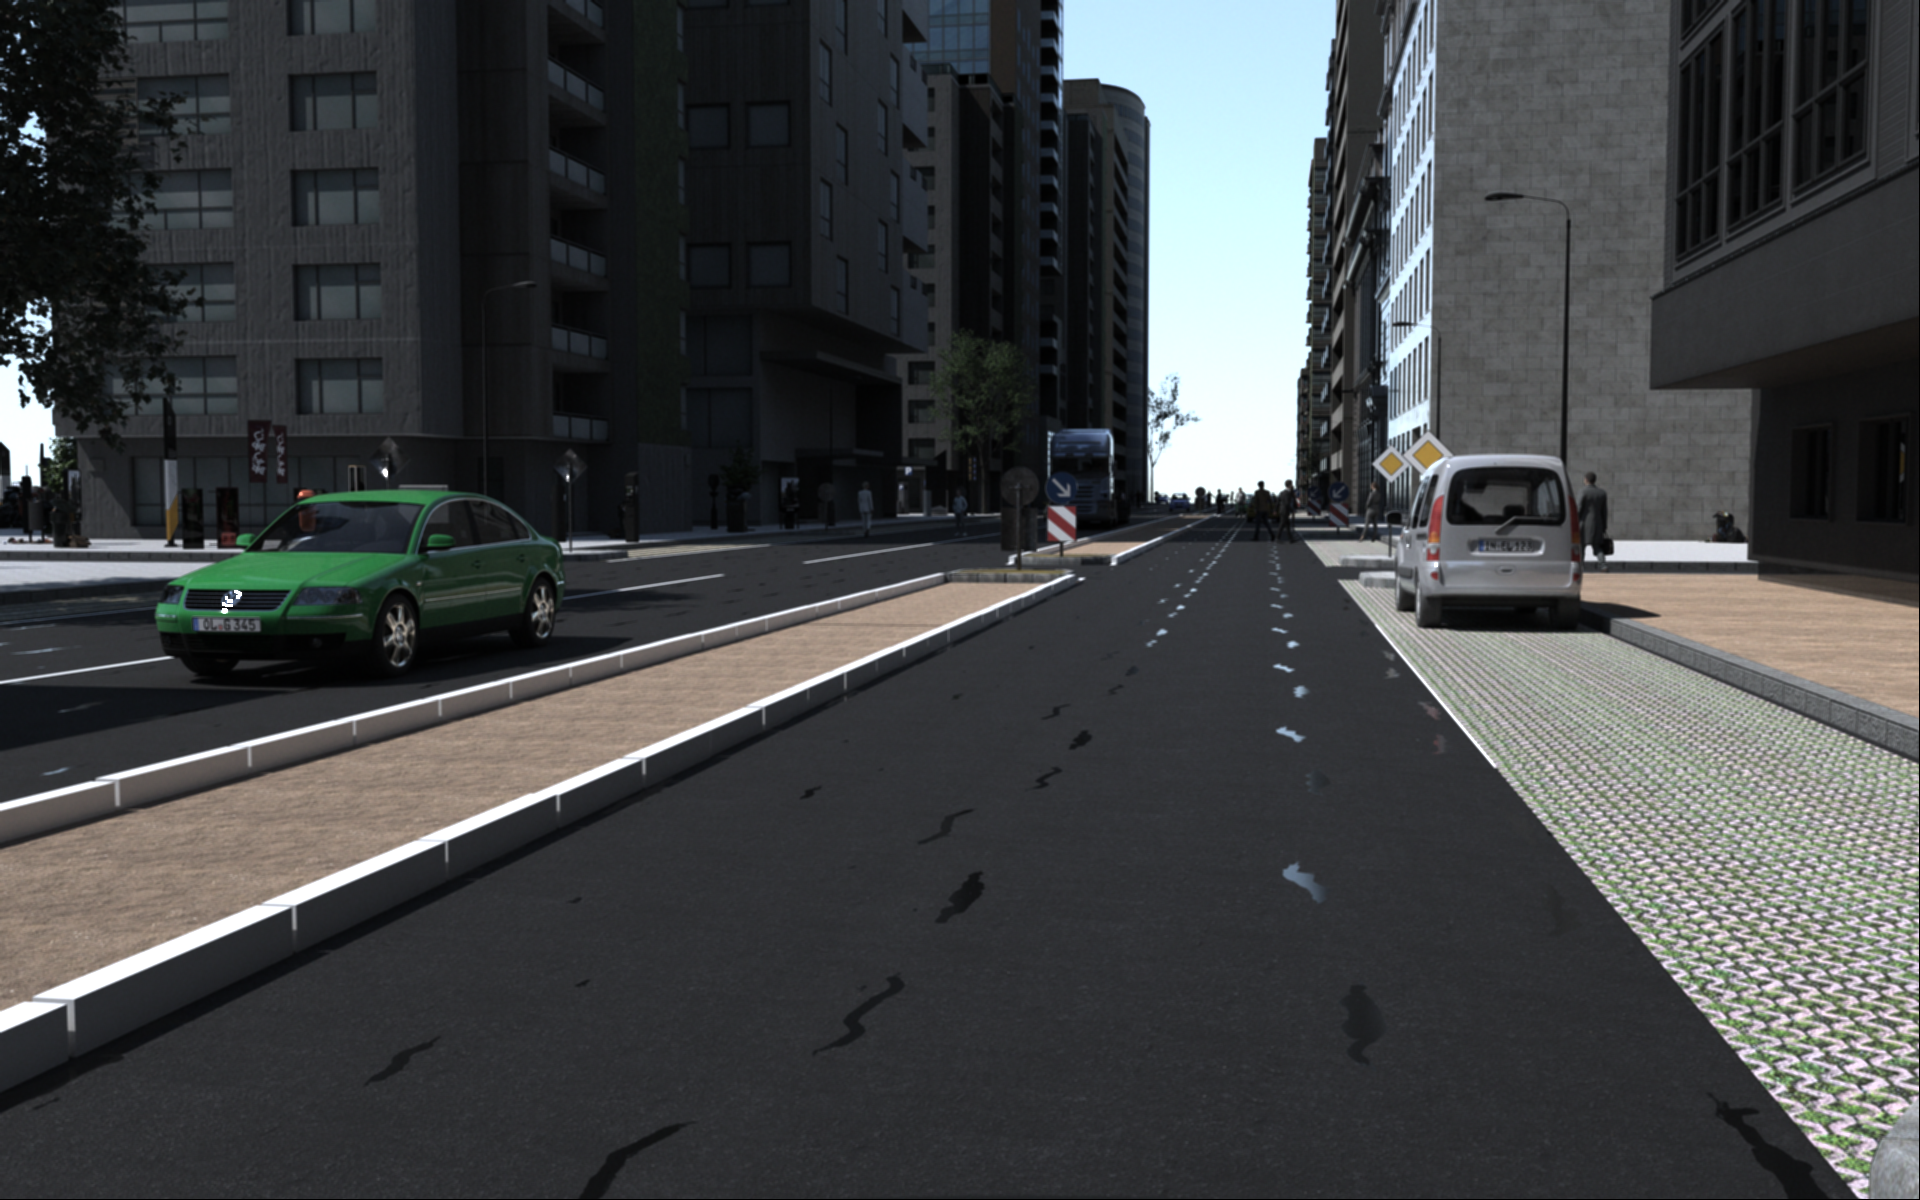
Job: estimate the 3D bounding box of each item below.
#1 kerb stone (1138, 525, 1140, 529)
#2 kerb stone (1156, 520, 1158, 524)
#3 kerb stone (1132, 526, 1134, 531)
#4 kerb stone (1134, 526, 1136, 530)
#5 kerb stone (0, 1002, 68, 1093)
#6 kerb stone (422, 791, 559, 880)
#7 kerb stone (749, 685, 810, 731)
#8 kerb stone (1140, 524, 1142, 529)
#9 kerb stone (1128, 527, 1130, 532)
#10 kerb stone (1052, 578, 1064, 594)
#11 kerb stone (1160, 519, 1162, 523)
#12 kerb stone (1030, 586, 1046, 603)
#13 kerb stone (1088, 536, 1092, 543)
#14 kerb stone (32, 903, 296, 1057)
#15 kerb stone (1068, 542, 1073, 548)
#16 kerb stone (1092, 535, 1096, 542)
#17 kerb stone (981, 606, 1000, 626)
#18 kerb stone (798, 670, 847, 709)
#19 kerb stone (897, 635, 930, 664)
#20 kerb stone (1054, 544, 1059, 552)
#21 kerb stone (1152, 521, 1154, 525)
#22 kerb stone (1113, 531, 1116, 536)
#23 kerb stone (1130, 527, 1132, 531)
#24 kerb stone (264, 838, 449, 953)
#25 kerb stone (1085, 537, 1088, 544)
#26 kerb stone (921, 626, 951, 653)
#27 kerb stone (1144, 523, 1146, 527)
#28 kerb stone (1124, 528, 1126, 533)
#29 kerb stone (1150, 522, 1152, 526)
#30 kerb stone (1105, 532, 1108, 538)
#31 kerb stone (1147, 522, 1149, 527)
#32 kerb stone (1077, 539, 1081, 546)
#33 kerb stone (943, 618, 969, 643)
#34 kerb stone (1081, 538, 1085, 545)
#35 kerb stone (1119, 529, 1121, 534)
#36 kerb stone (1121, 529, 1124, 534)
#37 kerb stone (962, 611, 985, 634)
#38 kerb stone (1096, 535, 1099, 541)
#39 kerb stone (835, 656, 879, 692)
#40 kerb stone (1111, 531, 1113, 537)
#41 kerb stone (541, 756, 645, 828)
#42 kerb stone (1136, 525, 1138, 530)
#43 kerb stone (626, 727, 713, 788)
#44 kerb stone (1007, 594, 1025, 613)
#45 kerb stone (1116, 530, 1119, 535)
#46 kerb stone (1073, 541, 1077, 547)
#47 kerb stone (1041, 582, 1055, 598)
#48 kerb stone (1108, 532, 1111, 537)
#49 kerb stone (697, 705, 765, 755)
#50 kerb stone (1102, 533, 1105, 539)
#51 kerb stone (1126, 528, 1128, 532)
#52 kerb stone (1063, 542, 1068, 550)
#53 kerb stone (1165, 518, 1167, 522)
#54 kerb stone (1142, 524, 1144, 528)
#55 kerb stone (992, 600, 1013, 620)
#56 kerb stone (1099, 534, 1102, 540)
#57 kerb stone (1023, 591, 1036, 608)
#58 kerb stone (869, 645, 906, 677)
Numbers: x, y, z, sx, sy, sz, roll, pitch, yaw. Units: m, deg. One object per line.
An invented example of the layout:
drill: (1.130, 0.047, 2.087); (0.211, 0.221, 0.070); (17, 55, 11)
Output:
kerb stone: (7.033, -2.890, 69.468); (0.120, 0.150, 1.000); (1, 4, 10)
kerb stone: (8.982, -3.570, 80.567); (0.120, 0.150, 1.000); (1, 4, 10)
kerb stone: (6.500, -2.706, 66.446); (0.120, 0.150, 1.000); (1, 4, 10)
kerb stone: (6.673, -2.764, 67.453); (0.120, 0.150, 1.000); (1, 4, 10)
kerb stone: (-2.401, 1.125, 3.896); (0.120, 0.150, 1.000); (1, 4, 10)
kerb stone: (-1.869, 0.934, 6.918); (0.120, 0.150, 1.000); (1, 4, 10)
kerb stone: (-1.151, 0.687, 10.965); (0.120, 0.150, 1.000); (1, 4, 10)
kerb stone: (7.216, -2.953, 70.473); (0.120, 0.150, 1.000); (1, 4, 10)
kerb stone: (6.146, -2.582, 64.422); (0.120, 0.150, 1.000); (1, 4, 10)
kerb stone: (1.349, -0.176, 25.132); (0.120, 0.150, 1.000); (1, 4, 10)
kerb stone: (9.522, -3.752, 83.587); (0.120, 0.150, 1.000); (1, 4, 10)
kerb stone: (0.996, -0.052, 23.118); (0.120, 0.150, 1.000); (1, 4, 10)
kerb stone: (3.658, -1.718, 50.288); (0.120, 0.150, 1.000); (1, 4, 10)
kerb stone: (-2.220, 1.058, 4.902); (0.120, 0.150, 1.000); (1, 4, 10)
kerb stone: (2.767, -1.403, 45.249); (0.120, 0.150, 1.000); (1, 4, 10)
kerb stone: (3.831, -1.775, 51.296); (0.120, 0.150, 1.000); (1, 4, 10)
kerb stone: (0.272, 0.198, 19.057); (0.120, 0.150, 1.000); (1, 4, 10)
kerb stone: (-0.976, 0.625, 11.972); (0.120, 0.150, 1.000); (1, 4, 10)
kerb stone: (-0.433, 0.439, 15.011); (0.120, 0.150, 1.000); (1, 4, 10)
kerb stone: (2.225, -1.224, 42.208); (0.120, 0.150, 1.000); (1, 4, 10)
kerb stone: (8.459, -3.384, 77.545); (0.120, 0.150, 1.000); (1, 4, 10)
kerb stone: (5.074, -2.211, 58.365); (0.120, 0.150, 1.000); (1, 4, 10)
kerb stone: (6.322, -2.644, 65.428); (0.120, 0.150, 1.000); (1, 4, 10)
kerb stone: (-2.044, 0.996, 5.909); (0.120, 0.150, 1.000); (1, 4, 10)
kerb stone: (3.470, -1.655, 49.284); (0.120, 0.150, 1.000); (1, 4, 10)
kerb stone: (-0.258, 0.378, 16.018); (0.120, 0.150, 1.000); (1, 4, 10)
kerb stone: (7.565, -3.076, 72.487); (0.120, 0.150, 1.000); (1, 4, 10)
kerb stone: (5.784, -2.459, 62.407); (0.120, 0.150, 1.000); (1, 4, 10)
kerb stone: (8.272, -3.323, 76.538); (0.120, 0.150, 1.000); (1, 4, 10)
kerb stone: (4.541, -2.024, 55.334); (0.120, 0.150, 1.000); (1, 4, 10)
kerb stone: (7.924, -3.200, 74.507); (0.120, 0.150, 1.000); (1, 4, 10)
kerb stone: (3.121, -1.529, 47.262); (0.120, 0.150, 1.000); (1, 4, 10)
kerb stone: (-0.079, 0.316, 17.039); (0.120, 0.150, 1.000); (1, 4, 10)
kerb stone: (3.294, -1.595, 48.269); (0.120, 0.150, 1.000); (1, 4, 10)
kerb stone: (5.434, -2.330, 60.384); (0.120, 0.150, 1.000); (1, 4, 10)
kerb stone: (5.612, -2.398, 61.400); (0.120, 0.150, 1.000); (1, 4, 10)
kerb stone: (0.094, 0.254, 18.047); (0.120, 0.150, 1.000); (1, 4, 10)
kerb stone: (4.012, -1.842, 52.311); (0.120, 0.150, 1.000); (1, 4, 10)
kerb stone: (-0.794, 0.563, 12.992); (0.120, 0.150, 1.000); (1, 4, 10)
kerb stone: (4.891, -2.150, 57.351); (0.120, 0.150, 1.000); (1, 4, 10)
kerb stone: (-1.687, 0.878, 7.924); (0.120, 0.150, 1.000); (1, 4, 10)
kerb stone: (6.853, -2.828, 68.462); (0.120, 0.150, 1.000); (1, 4, 10)
kerb stone: (-1.502, 0.811, 8.929); (0.120, 0.150, 1.000); (1, 4, 10)
kerb stone: (0.633, 0.068, 21.090); (0.120, 0.150, 1.000); (1, 4, 10)
kerb stone: (5.250, -2.274, 59.376); (0.120, 0.150, 1.000); (1, 4, 10)
kerb stone: (2.943, -1.472, 46.255); (0.120, 0.150, 1.000); (1, 4, 10)
kerb stone: (1.165, -0.118, 24.126); (0.120, 0.150, 1.000); (1, 4, 10)
kerb stone: (4.719, -2.088, 56.340); (0.120, 0.150, 1.000); (1, 4, 10)
kerb stone: (-1.334, 0.755, 9.951); (0.120, 0.150, 1.000); (1, 4, 10)
kerb stone: (4.365, -1.965, 54.327); (0.120, 0.150, 1.000); (1, 4, 10)
kerb stone: (5.968, -2.520, 63.415); (0.120, 0.150, 1.000); (1, 4, 10)
kerb stone: (2.581, -1.345, 44.237); (0.120, 0.150, 1.000); (1, 4, 10)
kerb stone: (10.231, -4.001, 87.613); (0.120, 0.150, 1.000); (1, 4, 10)
kerb stone: (7.384, -3.014, 71.482); (0.120, 0.150, 1.000); (1, 4, 10)
kerb stone: (0.456, 0.130, 20.069); (0.120, 0.150, 1.000); (1, 4, 10)
kerb stone: (4.184, -1.904, 53.319); (0.120, 0.150, 1.000); (1, 4, 10)
kerb stone: (0.813, 0.014, 22.112); (0.120, 0.150, 1.000); (1, 4, 10)
kerb stone: (-0.619, 0.501, 14.006); (0.120, 0.150, 1.000); (1, 4, 10)
